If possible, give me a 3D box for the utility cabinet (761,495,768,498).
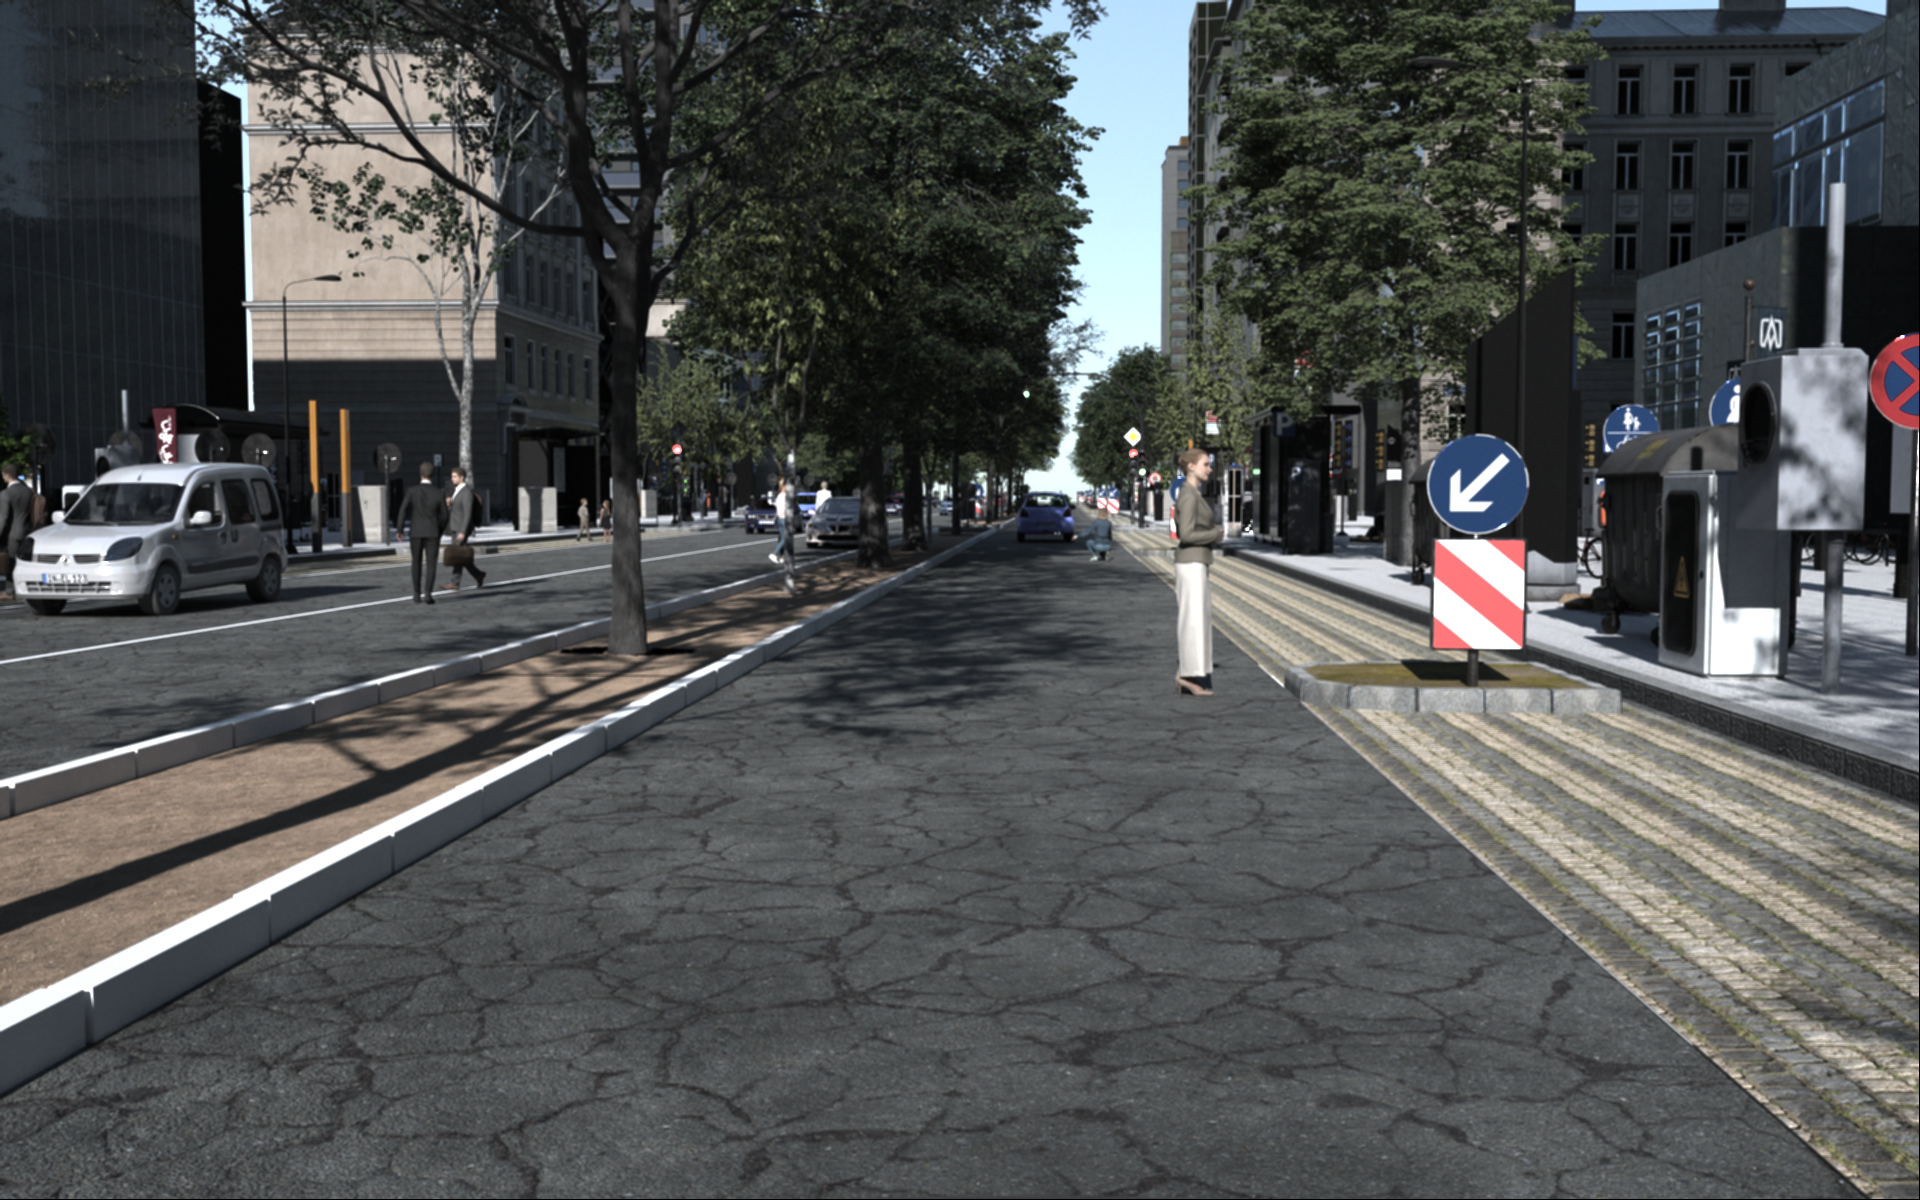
[{"bbox_3d":[-12.209,-6.115,111.134,1.020,1.237,0.306,0,4,5],"label":"utility cabinet"}]

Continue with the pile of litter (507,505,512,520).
[{"bbox_3d":[-21.680,-4.369,85.392,1.176,0.858,1.719,2,4,26],"label":"pile of litter"}]

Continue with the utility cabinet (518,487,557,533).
[{"bbox_3d":[-13.773,-2.926,56.519,1.173,1.500,0.318,-2,4,-28],"label":"utility cabinet"}]

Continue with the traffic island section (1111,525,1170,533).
[{"bbox_3d":[6.832,-2.618,65.077,2.009,0.180,2.903,0,4,3],"label":"traffic island section"}]

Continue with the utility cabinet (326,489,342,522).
[{"bbox_3d":[-28.277,-4.297,78.932,1.173,1.500,0.318,-3,5,-40],"label":"utility cabinet"}]

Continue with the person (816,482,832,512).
[{"bbox_3d":[-4.396,-2.946,56.542,0.514,1.842,0.818,-2,4,-27],"label":"person"}]

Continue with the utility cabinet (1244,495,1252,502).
[{"bbox_3d":[18.620,-6.281,113.861,0.306,1.237,1.020,-2,4,-33],"label":"utility cabinet"}]

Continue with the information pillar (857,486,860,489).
[{"bbox_3d":[-8.522,-9.389,144.859,0.183,3.616,0.504,2,4,27],"label":"information pillar"}]

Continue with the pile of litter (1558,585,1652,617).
[{"bbox_3d":[7.195,-0.310,19.038,1.176,0.858,1.719,2,4,29],"label":"pile of litter"}]

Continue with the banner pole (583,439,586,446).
[{"bbox_3d":[-17.257,-5.426,78.735,0.863,3.779,0.401,-3,5,-44],"label":"banner pole"}]

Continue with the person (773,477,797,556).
[{"bbox_3d":[-4.040,-1.934,40.094,0.573,1.828,0.580,-1,4,-14],"label":"person"}]

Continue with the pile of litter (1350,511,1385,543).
[{"bbox_3d":[11.112,-1.967,46.127,1.176,0.858,1.719,-1,4,-17],"label":"pile of litter"}]

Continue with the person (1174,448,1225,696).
[{"bbox_3d":[1.697,-0.199,12.304,0.362,1.759,0.519,0,4,7],"label":"person"}]

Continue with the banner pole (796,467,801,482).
[{"bbox_3d":[-12.735,-8.858,134.852,0.863,3.779,0.401,-1,4,-23],"label":"banner pole"}]

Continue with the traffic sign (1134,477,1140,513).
[{"bbox_3d":[12.178,-7.260,118.800,0.768,2.556,0.104,1,4,12],"label":"traffic sign"}]

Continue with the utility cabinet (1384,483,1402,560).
[{"bbox_3d":[8.832,-1.527,33.648,1.173,1.500,0.318,-1,4,-17],"label":"utility cabinet"}]

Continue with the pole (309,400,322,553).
[{"bbox_3d":[-14.080,-2.691,37.845,0.158,3.312,0.155,0,3,0],"label":"pole"}]

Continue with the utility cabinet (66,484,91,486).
[{"bbox_3d":[-18.668,-1.749,37.269,1.173,1.500,0.318,1,4,22],"label":"utility cabinet"}]

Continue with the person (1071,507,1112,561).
[{"bbox_3d":[2.904,-1.419,37.203,1.012,1.151,0.738,-1,4,-14],"label":"person"}]

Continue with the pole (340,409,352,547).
[{"bbox_3d":[-14.752,-2.922,41.622,0.158,3.312,0.155,0,3,0],"label":"pole"}]

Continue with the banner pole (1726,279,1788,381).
[{"bbox_3d":[9.395,-1.856,20.367,0.863,3.779,0.401,-2,4,-25],"label":"banner pole"}]

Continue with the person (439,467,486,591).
[{"bbox_3d":[-7.375,-1.057,25.742,0.822,1.834,0.622,-3,5,-41],"label":"person"}]

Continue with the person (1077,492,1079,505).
[{"bbox_3d":[14.499,-12.382,211.655,0.721,1.736,1.217,0,4,8],"label":"person"}]

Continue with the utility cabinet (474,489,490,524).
[{"bbox_3d":[-20.832,-4.023,74.461,1.173,1.500,0.318,1,4,8],"label":"utility cabinet"}]

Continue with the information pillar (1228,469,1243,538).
[{"bbox_3d":[8.073,-2.835,50.839,0.304,2.012,0.304,-2,4,-26],"label":"information pillar"}]

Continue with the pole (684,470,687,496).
[{"bbox_3d":[-18.541,-7.520,116.797,0.158,3.312,0.155,0,3,0],"label":"pole"}]

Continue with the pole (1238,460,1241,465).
[{"bbox_3d":[16.624,-6.682,103.099,0.158,3.312,0.155,0,3,0],"label":"pole"}]

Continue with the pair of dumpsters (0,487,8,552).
[{"bbox_3d":[-17.928,-1.634,29.212,1.574,2.255,4.437,0,4,3],"label":"pair of dumpsters"}]

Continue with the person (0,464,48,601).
[{"bbox_3d":[-12.541,-0.896,23.114,0.822,1.834,0.622,0,4,7],"label":"person"}]

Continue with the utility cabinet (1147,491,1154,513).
[{"bbox_3d":[12.682,-6.557,115.893,0.318,1.500,1.173,-1,4,-9],"label":"utility cabinet"}]

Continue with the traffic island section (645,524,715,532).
[{"bbox_3d":[-10.728,-2.682,66.123,2.009,0.180,2.903,0,4,3],"label":"traffic island section"}]

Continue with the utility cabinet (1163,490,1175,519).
[{"bbox_3d":[10.398,-4.753,86.384,0.318,1.500,1.173,-3,4,-39],"label":"utility cabinet"}]

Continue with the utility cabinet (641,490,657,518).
[{"bbox_3d":[-16.553,-5.107,92.174,0.318,1.500,1.173,1,4,19],"label":"utility cabinet"}]

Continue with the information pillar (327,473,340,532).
[{"bbox_3d":[-21.442,-3.350,59.269,0.304,2.012,0.304,1,4,14],"label":"information pillar"}]

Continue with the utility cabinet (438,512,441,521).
[{"bbox_3d":[-24.832,-4.362,82.481,0.306,1.237,1.020,0,4,-8],"label":"utility cabinet"}]

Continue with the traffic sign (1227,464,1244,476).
[{"bbox_3d":[11.476,-4.418,72.340,0.768,2.556,0.104,0,4,5],"label":"traffic sign"}]

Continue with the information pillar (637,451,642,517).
[{"bbox_3d":[-17.604,-6.344,95.077,0.183,3.616,0.504,1,4,11],"label":"information pillar"}]

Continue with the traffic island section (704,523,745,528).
[{"bbox_3d":[-10.253,-3.169,74.094,2.009,0.180,2.903,0,4,3],"label":"traffic island section"}]

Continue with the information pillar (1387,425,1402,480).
[{"bbox_3d":[14.474,-4.065,57.816,0.504,3.616,0.183,1,4,15],"label":"information pillar"}]

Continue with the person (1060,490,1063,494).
[{"bbox_3d":[10.873,-10.995,188.142,0.709,1.838,0.599,3,5,40],"label":"person"}]

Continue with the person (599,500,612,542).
[{"bbox_3d":[-10.537,-2.340,51.427,0.362,1.253,0.373,-3,5,-44],"label":"person"}]

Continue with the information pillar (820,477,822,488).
[{"bbox_3d":[-10.988,-8.938,137.495,0.183,3.616,0.504,-1,4,-15],"label":"information pillar"}]

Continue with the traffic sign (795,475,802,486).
[{"bbox_3d":[-11.149,-7.203,117.769,0.884,2.594,0.081,1,4,9],"label":"traffic sign"}]

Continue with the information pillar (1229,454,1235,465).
[{"bbox_3d":[15.674,-6.643,99.968,0.504,3.616,0.183,-3,5,-39],"label":"information pillar"}]

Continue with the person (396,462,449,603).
[{"bbox_3d":[-7.048,-0.886,22.759,0.659,1.850,0.755,-1,4,-16],"label":"person"}]

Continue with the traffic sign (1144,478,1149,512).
[{"bbox_3d":[11.151,-6.270,104.649,0.606,2.300,0.079,1,4,8],"label":"traffic sign"}]

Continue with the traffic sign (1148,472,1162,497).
[{"bbox_3d":[11.181,-6.065,99.270,0.768,2.556,0.104,1,4,10],"label":"traffic sign"}]

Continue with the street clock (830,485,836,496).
[{"bbox_3d":[-10.025,-8.073,136.566,0.471,2.002,0.358,3,4,38],"label":"street clock"}]

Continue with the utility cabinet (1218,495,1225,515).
[{"bbox_3d":[15.778,-5.707,104.475,0.306,1.237,1.020,0,4,-4],"label":"utility cabinet"}]

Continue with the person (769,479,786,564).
[{"bbox_3d":[-3.676,-1.617,35.610,0.598,1.740,0.731,-3,5,-41],"label":"person"}]

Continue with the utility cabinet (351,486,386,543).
[{"bbox_3d":[-15.520,-2.240,45.303,1.173,1.500,0.318,1,4,23],"label":"utility cabinet"}]

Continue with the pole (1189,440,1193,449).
[{"bbox_3d":[8.690,-4.374,65.353,0.158,3.312,0.155,0,3,0],"label":"pole"}]

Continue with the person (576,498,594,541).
[{"bbox_3d":[-11.383,-2.424,52.399,0.475,1.303,0.640,2,4,32],"label":"person"}]

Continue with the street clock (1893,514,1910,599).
[{"bbox_3d":[11.601,-1.019,21.225,0.358,2.002,0.471,1,4,10],"label":"street clock"}]

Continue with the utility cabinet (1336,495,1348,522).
[{"bbox_3d":[17.644,-4.209,79.977,0.306,1.237,1.020,2,4,27],"label":"utility cabinet"}]
